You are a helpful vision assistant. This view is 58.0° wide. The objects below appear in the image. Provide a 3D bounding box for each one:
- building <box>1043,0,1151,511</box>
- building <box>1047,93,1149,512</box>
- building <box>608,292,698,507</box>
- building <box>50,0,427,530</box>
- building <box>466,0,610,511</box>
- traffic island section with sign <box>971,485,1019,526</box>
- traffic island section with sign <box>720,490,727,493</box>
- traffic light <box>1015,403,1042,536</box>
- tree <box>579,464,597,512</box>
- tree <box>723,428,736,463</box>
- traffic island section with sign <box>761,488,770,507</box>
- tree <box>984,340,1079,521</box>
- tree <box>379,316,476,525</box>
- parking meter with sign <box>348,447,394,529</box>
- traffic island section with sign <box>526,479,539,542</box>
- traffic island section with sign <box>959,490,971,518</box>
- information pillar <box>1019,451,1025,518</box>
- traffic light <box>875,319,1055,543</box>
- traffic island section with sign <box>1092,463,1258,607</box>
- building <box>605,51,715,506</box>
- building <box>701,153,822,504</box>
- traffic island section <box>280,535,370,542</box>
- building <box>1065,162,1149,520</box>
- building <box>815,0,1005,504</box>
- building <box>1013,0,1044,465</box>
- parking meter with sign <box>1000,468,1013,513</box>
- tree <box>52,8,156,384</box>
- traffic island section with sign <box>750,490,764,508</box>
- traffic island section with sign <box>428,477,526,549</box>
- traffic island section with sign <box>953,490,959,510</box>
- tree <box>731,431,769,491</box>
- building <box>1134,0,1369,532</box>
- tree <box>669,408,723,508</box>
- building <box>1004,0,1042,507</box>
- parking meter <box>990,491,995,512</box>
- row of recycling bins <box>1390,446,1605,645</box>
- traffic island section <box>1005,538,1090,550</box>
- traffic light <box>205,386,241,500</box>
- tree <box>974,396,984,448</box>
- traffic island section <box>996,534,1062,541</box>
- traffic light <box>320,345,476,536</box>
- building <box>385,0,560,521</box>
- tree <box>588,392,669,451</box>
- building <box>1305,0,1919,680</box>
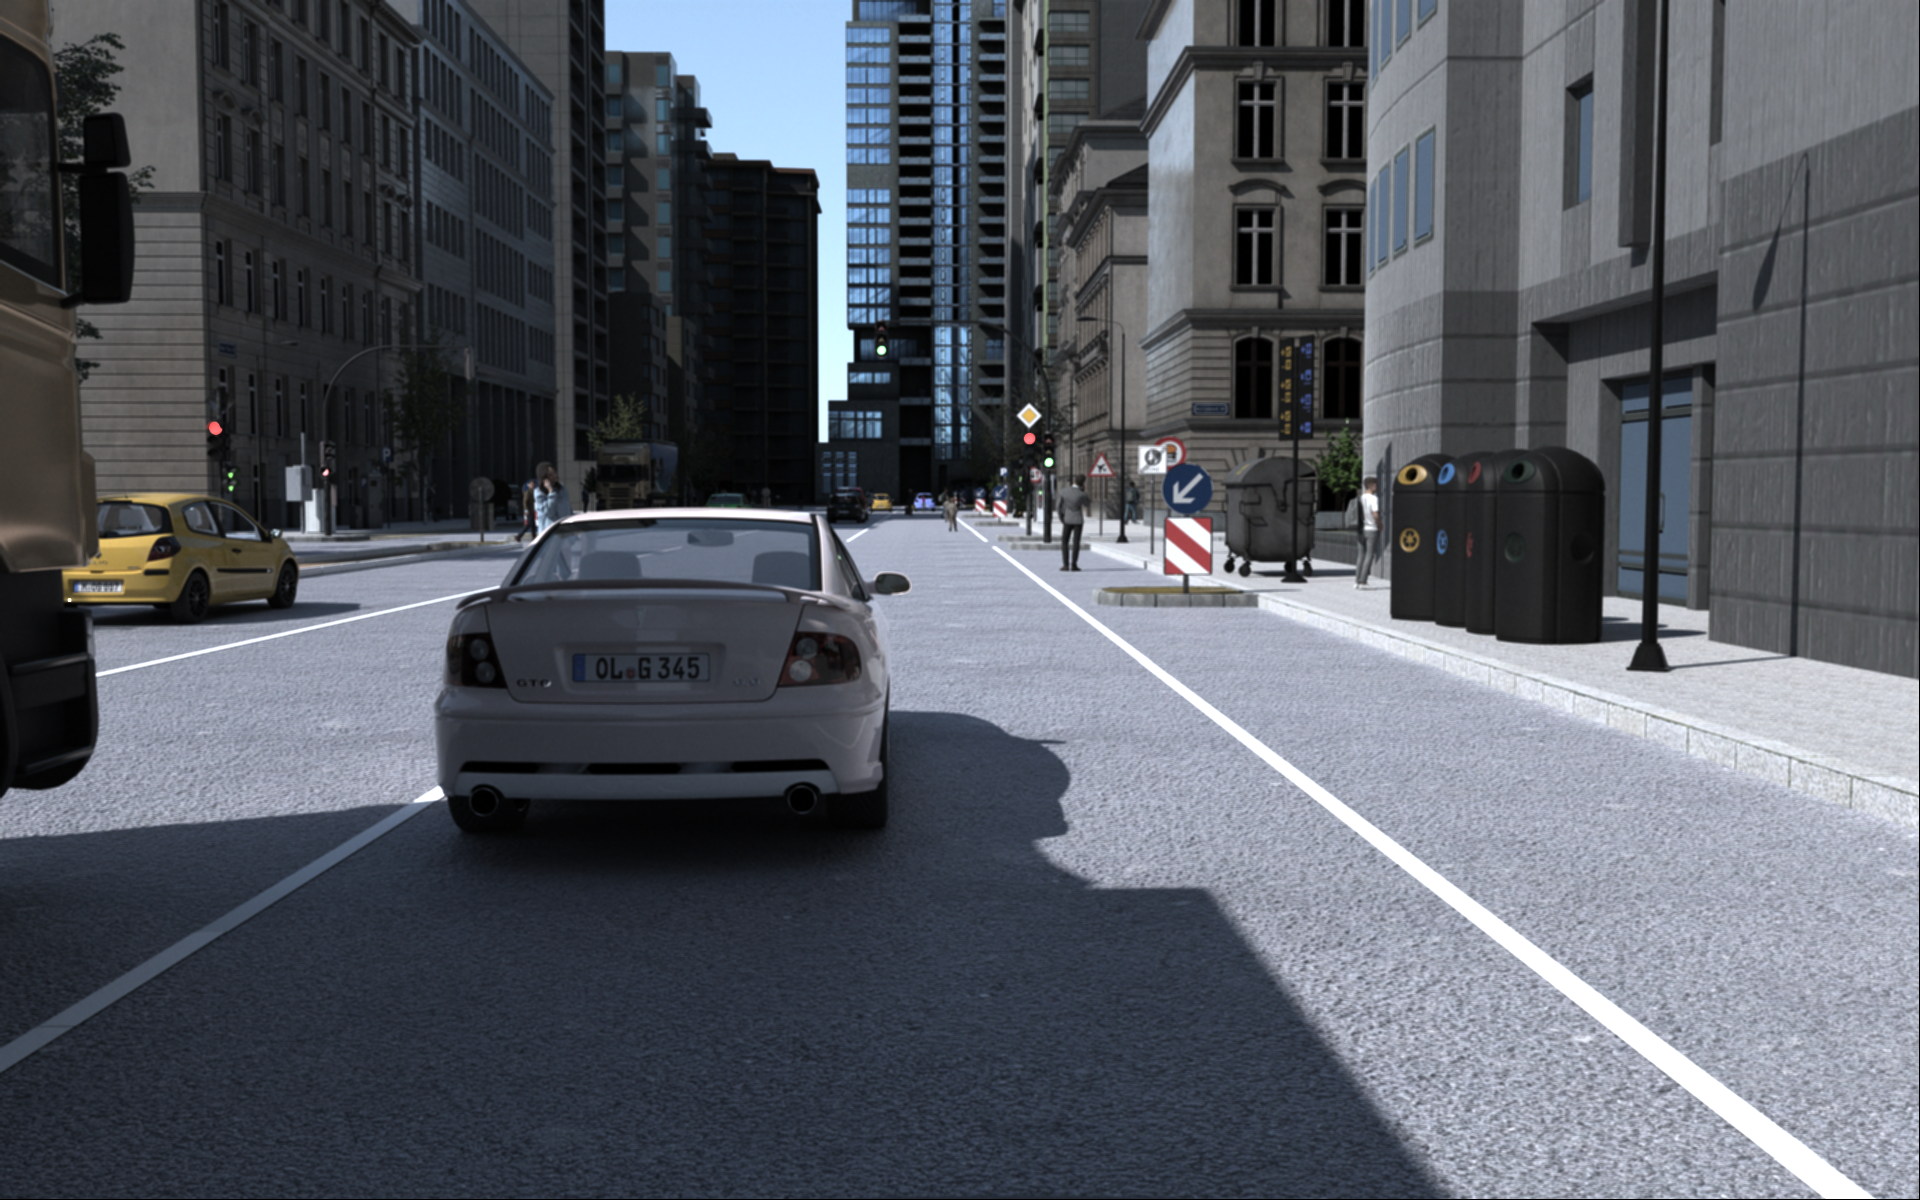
[{"bbox_3d":[13.570,-27.848,138.917,14.154,41.232,14.086,0,4,-1],"label":"building"},{"bbox_3d":[13.548,-20.160,117.013,14.401,28.519,23.554,0,4,-1],"label":"building"},{"bbox_3d":[-40.511,-19.440,162.883,27.650,21.520,28.899,0,4,-1],"label":"building"},{"bbox_3d":[-30.781,-16.596,68.613,12.463,27.353,25.104,0,4,-1],"label":"building"},{"bbox_3d":[-36.868,-42.720,136.728,20.563,71.187,20.611,0,4,-1],"label":"building"},{"bbox_3d":[1.654,-4.251,78.130,1.989,1.847,2.006,0,4,-1],"label":"traffic island section with sign"},{"bbox_3d":[-21.144,-8.958,155.095,1.989,1.847,2.006,0,4,-1],"label":"traffic island section with sign"},{"bbox_3d":[2.110,-3.945,53.422,0.839,4.253,0.868,0,4,-1],"label":"traffic light"},{"bbox_3d":[-23.844,-7.164,111.739,1.663,3.219,1.824,0,3,0],"label":"tree"},{"bbox_3d":[-24.376,-13.530,171.581,4.737,8.622,4.395,0,3,0],"label":"tree"},{"bbox_3d":[-14.406,-7.332,128.013,2.006,1.907,1.989,0,4,-1],"label":"traffic island section with sign"},{"bbox_3d":[3.643,-8.141,83.460,4.360,8.622,3.978,0,3,0],"label":"tree"},{"bbox_3d":[-22.331,-7.452,72.197,4.737,8.622,4.395,0,3,0],"label":"tree"},{"bbox_3d":[-21.767,-4.141,63.971,0.543,3.016,1.738,2,4,30],"label":"parking meter with sign"},{"bbox_3d":[-12.857,-2.737,52.891,2.006,1.907,1.989,0,4,-1],"label":"traffic island section with sign"},{"bbox_3d":[1.091,-5.909,105.236,1.989,1.847,2.006,0,4,-1],"label":"traffic island section with sign"},{"bbox_3d":[3.406,-6.298,94.331,0.183,3.616,0.504,-3,5,-40],"label":"information pillar"},{"bbox_3d":[0.184,-4.317,45.254,4.771,5.953,1.251,0,4,-1],"label":"traffic light"},{"bbox_3d":[2.781,-0.872,22.882,1.989,1.847,2.006,0,4,-1],"label":"traffic island section with sign"},{"bbox_3d":[-42.598,-34.773,188.152,30.456,49.044,23.786,0,4,-1],"label":"building"},{"bbox_3d":[-32.730,-34.887,225.021,28.867,44.769,22.147,0,4,-1],"label":"building"},{"bbox_3d":[-19.387,-1.885,53.102,2.009,0.180,2.903,0,4,-1],"label":"traffic island section"},{"bbox_3d":[11.804,-14.083,94.880,10.561,19.102,19.286,0,4,-1],"label":"building"},{"bbox_3d":[-2.812,-55.787,224.787,31.000,86.520,22.319,0,4,-1],"label":"building"},{"bbox_3d":[19.845,-34.875,159.449,28.713,52.752,27.495,0,4,-1],"label":"building"},{"bbox_3d":[3.128,-7.283,115.336,0.543,3.016,1.738,1,4,16],"label":"parking meter with sign"},{"bbox_3d":[-21.648,-7.815,34.430,9.857,13.997,8.962,0,3,0],"label":"tree"},{"bbox_3d":[-21.693,-10.607,182.044,1.989,1.847,2.006,0,4,-1],"label":"traffic island section with sign"},{"bbox_3d":[-12.715,-2.284,45.485,2.006,1.907,1.989,0,4,-1],"label":"traffic island section with sign"},{"bbox_3d":[0.071,-8.969,155.270,1.989,1.847,2.006,0,4,-1],"label":"traffic island section with sign"},{"bbox_3d":[-24.512,-15.414,202.388,4.360,8.622,3.978,0,3,0],"label":"tree"},{"bbox_3d":[24.488,-14.912,62.903,34.723,24.649,14.460,0,4,-1],"label":"building"},{"bbox_3d":[-23.491,-12.161,149.200,4.737,8.622,4.395,0,3,0],"label":"tree"},{"bbox_3d":[15.320,-39.449,186.988,21.231,58.520,28.212,0,4,-1],"label":"building"},{"bbox_3d":[2.299,-7.009,123.004,0.372,1.533,0.369,0,3,0],"label":"parking meter"},{"bbox_3d":[5.049,-0.571,16.441,1.069,1.692,3.534,0,4,-5],"label":"row of recycling bins"},{"bbox_3d":[2.314,-1.423,45.553,2.009,0.180,2.903,0,4,-1],"label":"traffic island section"},{"bbox_3d":[-19.183,-3.429,44.984,0.839,4.253,0.868,0,4,-1],"label":"traffic light"},{"bbox_3d":[2.931,-10.376,120.008,4.360,8.622,3.978,0,3,0],"label":"tree"},{"bbox_3d":[2.150,-1.912,53.537,2.009,0.180,2.903,0,4,-1],"label":"traffic island section"},{"bbox_3d":[-17.257,-4.794,53.045,4.771,5.953,1.251,0,4,-1],"label":"traffic light"},{"bbox_3d":[-30.973,-19.477,95.944,11.434,29.767,29.804,0,4,-1],"label":"building"},{"bbox_3d":[-24.233,-10.618,123.972,4.737,8.622,4.395,0,3,0],"label":"tree"},{"bbox_3d":[16.838,-29.454,23.576,21.231,58.520,28.212,0,4,-1],"label":"building"}]
